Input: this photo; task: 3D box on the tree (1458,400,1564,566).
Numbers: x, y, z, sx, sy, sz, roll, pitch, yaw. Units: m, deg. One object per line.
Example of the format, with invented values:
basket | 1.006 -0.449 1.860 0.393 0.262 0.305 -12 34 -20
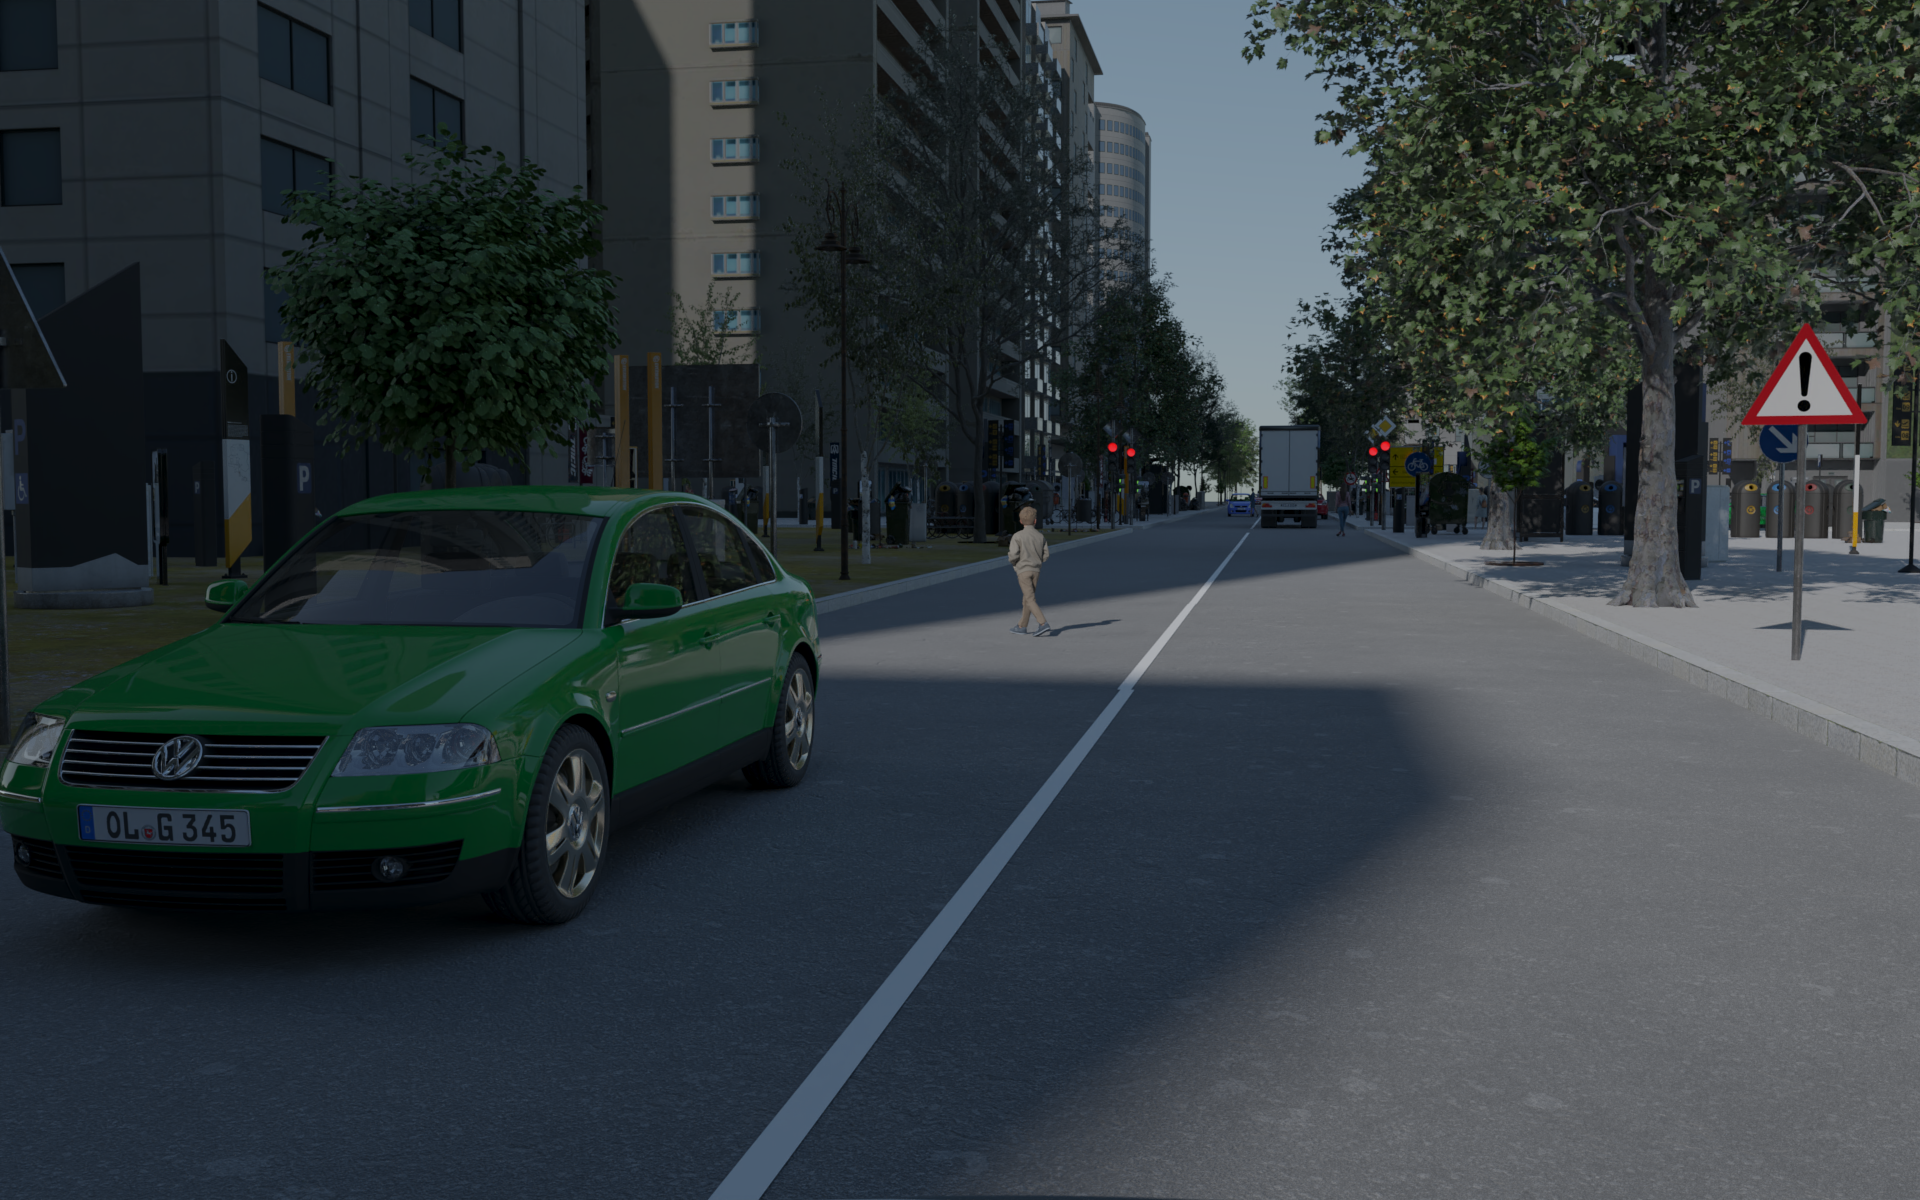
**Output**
tree | 10.046 -2.230 31.054 1.663 3.219 1.824 0 3 0

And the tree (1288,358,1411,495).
tree | 25.045 -10.851 111.831 8.767 10.594 7.601 1 4 10

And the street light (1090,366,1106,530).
street light | 4.996 -5.490 62.543 0.468 5.910 1.993 1 4 10

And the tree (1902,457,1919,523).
tree | 42.662 -4.987 76.135 1.663 3.219 1.824 0 3 0

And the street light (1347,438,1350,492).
street light | 23.945 -8.206 106.952 0.468 5.910 1.993 1 4 10

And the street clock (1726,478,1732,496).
street clock | 35.023 -4.551 78.984 0.358 2.002 0.471 2 4 24

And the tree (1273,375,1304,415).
tree | 51.952 -24.161 250.918 12.611 20.169 13.585 0 3 0

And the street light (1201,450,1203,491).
street light | 20.684 -10.701 147.747 0.468 5.910 1.993 1 4 10

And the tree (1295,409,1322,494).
tree | 40.806 -16.537 196.129 9.928 11.665 9.643 0 3 0

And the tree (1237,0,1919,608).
tree | 8.027 -6.282 19.724 9.611 12.733 9.660 0 3 0

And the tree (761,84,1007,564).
tree | -1.584 -4.956 31.396 4.360 8.622 3.978 0 3 0

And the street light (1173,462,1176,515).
street light | 13.429 -8.283 108.222 0.468 5.910 1.993 1 4 10

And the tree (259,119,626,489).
tree | -4.477 -1.939 15.413 4.285 4.588 4.351 0 3 0

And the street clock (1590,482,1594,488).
street clock | 36.697 -5.893 100.924 0.471 2.002 0.358 -2 4 -30

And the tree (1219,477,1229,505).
tree | 29.470 -12.331 196.208 1.663 3.219 1.824 0 3 0

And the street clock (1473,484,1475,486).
street clock | 35.845 -7.143 121.361 0.358 2.002 0.471 -3 5 -43

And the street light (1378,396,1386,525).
street light | 17.299 -6.015 71.133 0.468 5.910 1.993 1 4 10

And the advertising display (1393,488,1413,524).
advertising display | 18.959 -4.202 73.919 0.974 1.923 0.123 -1 4 -13

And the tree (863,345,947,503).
tree | -2.502 -8.230 84.924 4.737 8.622 4.395 0 3 0

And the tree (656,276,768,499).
tree | -8.699 -6.685 59.661 4.737 8.622 4.395 0 3 0

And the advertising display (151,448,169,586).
advertising display | -11.344 -1.184 24.571 0.123 1.923 0.974 -2 4 -30

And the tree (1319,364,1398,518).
tree | 21.244 -8.680 92.286 4.360 8.622 3.978 0 3 0

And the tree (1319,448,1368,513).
tree | 26.261 -8.274 118.998 4.285 4.588 4.351 0 3 0

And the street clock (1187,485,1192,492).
street clock | 19.039 -8.527 143.979 0.471 2.002 0.358 3 4 37

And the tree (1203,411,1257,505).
tree | 31.675 -17.320 208.942 9.928 11.665 9.643 0 3 0

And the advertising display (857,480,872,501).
advertising display | -4.264 -4.429 77.620 0.123 1.923 0.974 2 4 32

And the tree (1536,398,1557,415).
tree | 23.176 -7.391 71.205 4.360 8.622 3.978 0 3 0

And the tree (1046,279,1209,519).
tree | 9.270 -10.649 91.116 9.611 12.733 9.660 0 3 0

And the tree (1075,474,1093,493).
tree | 9.729 -8.654 136.102 1.663 3.219 1.824 0 3 0

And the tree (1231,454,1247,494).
tree | 44.470 -20.247 281.405 4.360 8.622 3.978 0 3 0

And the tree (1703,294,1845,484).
tree | 25.481 -6.381 54.698 4.360 8.622 3.978 0 3 0

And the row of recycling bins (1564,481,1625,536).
row of recycling bins | 20.616 -2.847 53.667 3.534 1.692 1.069 2 4 26

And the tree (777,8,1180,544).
tree | 0.370 -8.222 44.798 12.009 13.543 11.850 0 3 0

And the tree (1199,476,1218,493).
tree | 23.759 -10.680 169.219 1.663 3.219 1.824 0 3 0

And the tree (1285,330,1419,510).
tree | 28.883 -13.503 127.435 9.857 13.997 8.962 0 3 0

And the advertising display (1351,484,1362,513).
advertising display | 26.436 -6.777 116.020 0.974 1.923 0.123 1 4 12

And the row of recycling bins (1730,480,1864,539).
row of recycling bins | 24.288 -2.643 50.333 3.534 1.692 1.069 2 4 34

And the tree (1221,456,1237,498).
tree | 42.550 -19.755 273.352 4.737 8.622 4.395 0 3 0

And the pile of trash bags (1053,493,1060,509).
pile of trash bags | 6.133 -7.754 136.523 3.447 1.369 1.912 0 4 -1

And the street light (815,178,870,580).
street light | -1.728 -3.240 25.768 0.468 5.910 1.993 1 4 10

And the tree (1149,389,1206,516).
tree | 12.593 -9.368 103.523 4.360 8.622 3.978 0 3 0

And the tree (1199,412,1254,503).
tree | 36.885 -19.743 240.931 7.486 12.596 7.792 0 3 0

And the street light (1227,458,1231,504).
street light | 35.583 -15.646 228.592 0.468 5.910 1.993 1 4 10

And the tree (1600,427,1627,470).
tree | 28.528 -5.411 72.191 4.285 4.588 4.351 0 3 0

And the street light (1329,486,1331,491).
street light | 30.998 -10.556 145.386 0.468 5.910 1.993 1 4 10

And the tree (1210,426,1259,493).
tree | 46.228 -23.483 290.593 9.857 13.997 8.962 0 3 0

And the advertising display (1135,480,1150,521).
advertising display | 8.577 -4.660 81.408 0.123 1.923 0.974 3 5 42

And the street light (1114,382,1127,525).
street light | 6.637 -6.038 71.509 0.468 5.910 1.993 1 4 10

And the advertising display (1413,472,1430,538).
advertising display | 13.543 -2.784 50.730 0.123 1.923 0.974 2 4 32

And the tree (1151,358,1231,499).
tree | 14.679 -11.259 118.501 7.601 10.594 8.767 1 4 17
